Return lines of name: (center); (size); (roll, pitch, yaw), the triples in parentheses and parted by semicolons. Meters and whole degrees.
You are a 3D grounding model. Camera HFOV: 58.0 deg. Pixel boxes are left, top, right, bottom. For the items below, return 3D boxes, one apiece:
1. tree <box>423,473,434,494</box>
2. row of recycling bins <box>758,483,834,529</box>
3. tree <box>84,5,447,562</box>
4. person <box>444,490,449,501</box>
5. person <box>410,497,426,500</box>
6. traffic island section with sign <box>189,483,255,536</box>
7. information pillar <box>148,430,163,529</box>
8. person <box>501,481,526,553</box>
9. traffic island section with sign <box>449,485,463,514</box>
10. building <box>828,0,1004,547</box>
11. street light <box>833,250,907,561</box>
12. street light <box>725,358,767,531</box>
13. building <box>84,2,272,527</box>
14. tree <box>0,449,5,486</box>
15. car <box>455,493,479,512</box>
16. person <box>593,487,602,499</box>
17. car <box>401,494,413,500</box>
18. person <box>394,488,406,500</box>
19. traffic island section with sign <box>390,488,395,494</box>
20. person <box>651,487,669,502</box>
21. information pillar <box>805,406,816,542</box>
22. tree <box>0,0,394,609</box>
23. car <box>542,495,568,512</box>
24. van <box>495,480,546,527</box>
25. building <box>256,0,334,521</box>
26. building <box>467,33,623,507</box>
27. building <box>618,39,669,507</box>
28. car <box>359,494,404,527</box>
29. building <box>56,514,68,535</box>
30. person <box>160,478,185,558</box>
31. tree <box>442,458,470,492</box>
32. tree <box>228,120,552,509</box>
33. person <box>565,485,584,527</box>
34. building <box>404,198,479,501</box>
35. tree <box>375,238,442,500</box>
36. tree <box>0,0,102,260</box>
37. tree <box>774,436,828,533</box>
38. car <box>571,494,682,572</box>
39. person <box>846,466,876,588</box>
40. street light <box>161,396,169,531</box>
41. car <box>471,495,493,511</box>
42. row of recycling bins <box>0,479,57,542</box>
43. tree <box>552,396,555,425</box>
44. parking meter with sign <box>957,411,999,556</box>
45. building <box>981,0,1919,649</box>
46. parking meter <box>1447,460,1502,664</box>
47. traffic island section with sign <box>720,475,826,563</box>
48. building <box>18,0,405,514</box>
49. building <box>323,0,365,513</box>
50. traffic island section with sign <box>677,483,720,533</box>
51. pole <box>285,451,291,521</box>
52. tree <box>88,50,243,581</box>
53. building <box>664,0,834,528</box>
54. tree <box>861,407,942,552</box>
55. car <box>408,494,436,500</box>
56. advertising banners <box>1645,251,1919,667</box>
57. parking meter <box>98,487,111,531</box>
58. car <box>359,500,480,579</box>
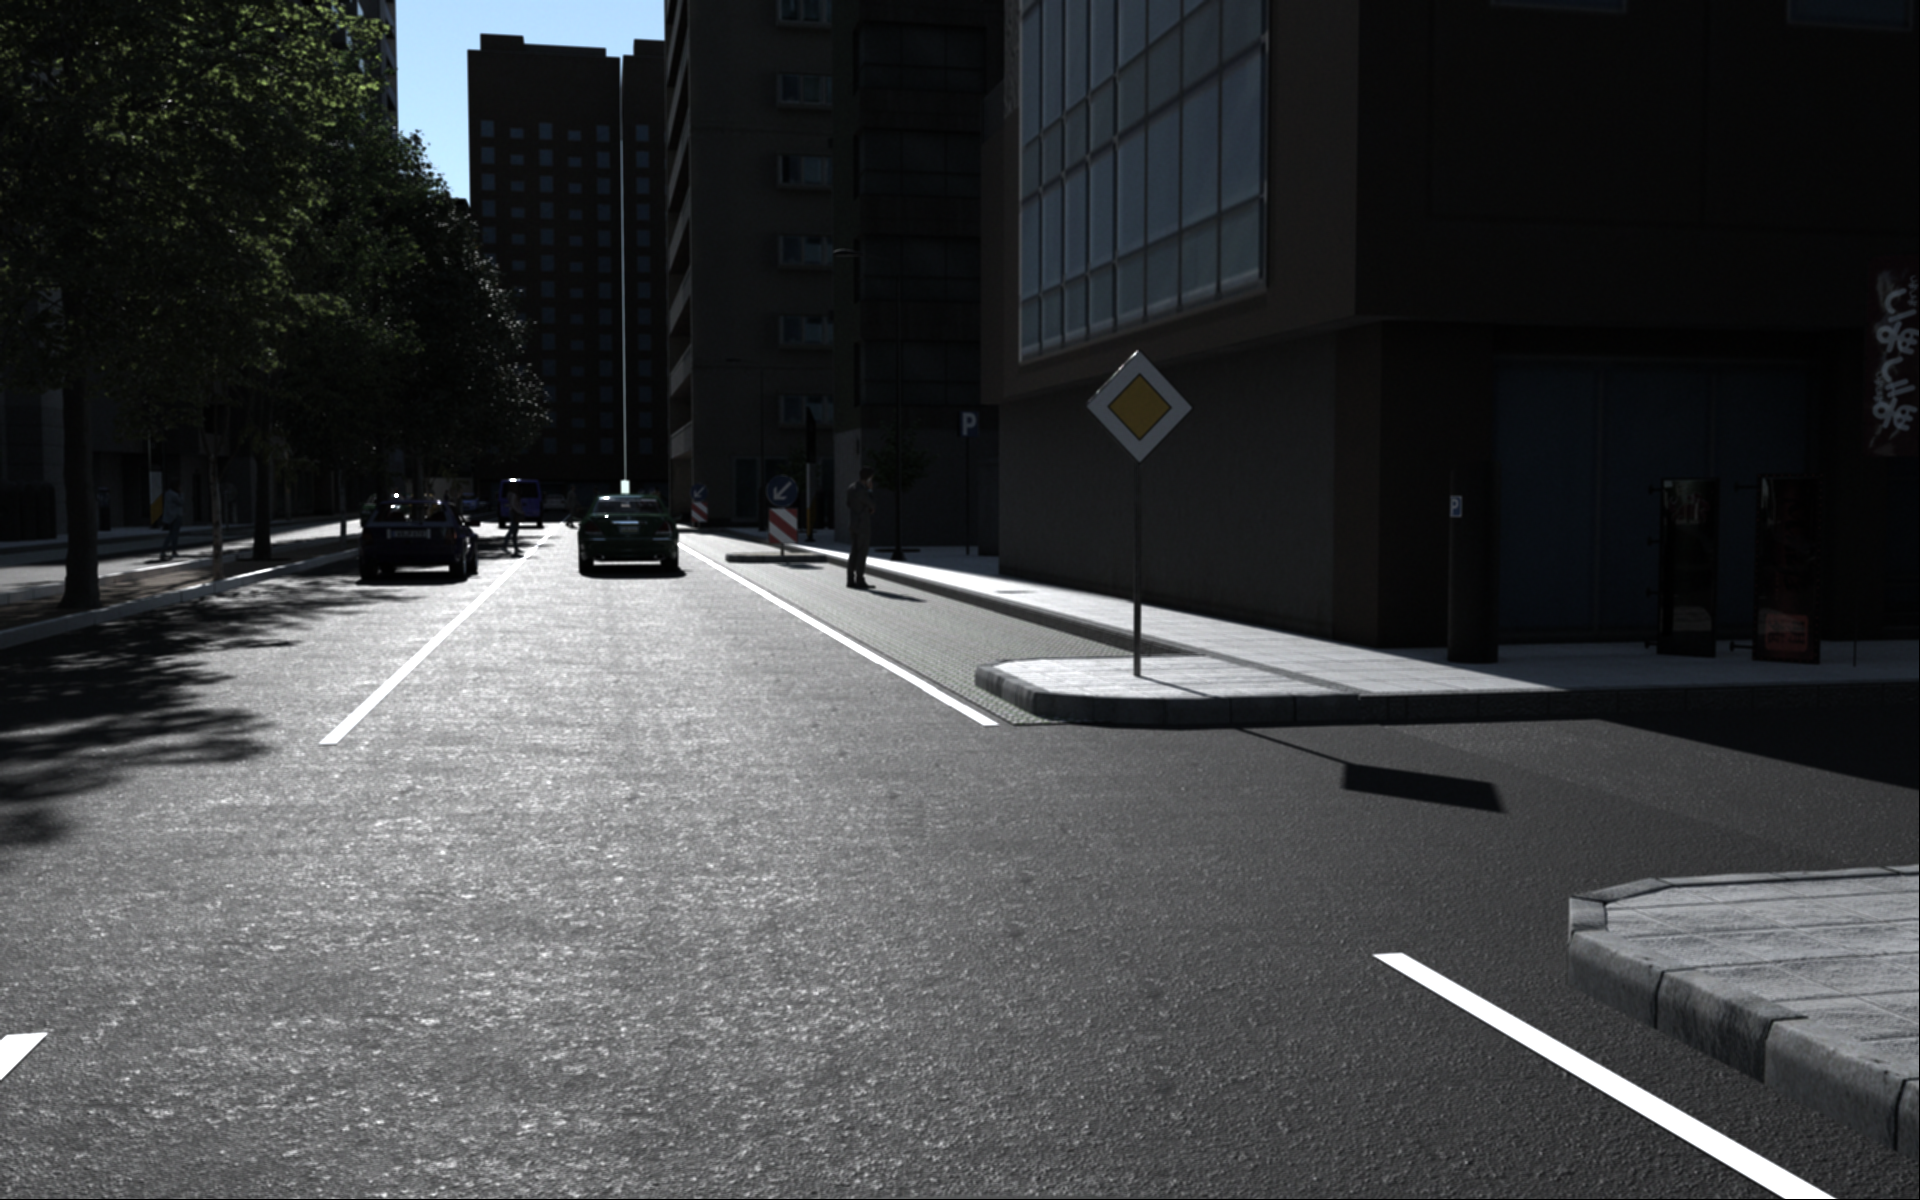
tree: (-48.714, -9.970, 157.606); (1.663, 3.219, 1.824); (0, 3, 0)
row of recycling bins: (-5.728, -3.445, 63.432); (3.534, 1.692, 1.069); (1, 4, 15)
tree: (-14.801, -6.630, 36.616); (9.928, 11.665, 9.643); (0, 3, 0)
person: (-33.281, -6.288, 112.231); (0.530, 1.710, 0.541); (-1, 4, -15)
person: (-29.349, -5.199, 94.030); (1.217, 1.766, 0.721); (-3, 5, -41)
traffic island section with sign: (-25.233, -3.113, 59.527); (1.989, 1.847, 2.006); (-1, 4, -12)
information pillar: (-29.598, -4.425, 63.711); (0.183, 3.616, 0.504); (2, 4, 26)
person: (-10.861, -2.012, 41.984); (0.643, 1.750, 0.593); (-2, 4, -29)
traffic island section with sign: (-24.274, -4.597, 83.290); (2.006, 1.907, 1.989); (-1, 4, -12)
building: (3.044, -16.977, 49.284); (14.160, 30.474, 14.107); (-1, 4, -12)
street light: (-1.722, -3.709, 33.181); (1.470, 5.913, 1.316); (-1, 4, -12)
street light: (-7.309, -5.306, 59.302); (1.470, 5.913, 1.316); (-1, 4, -12)
building: (-36.722, -18.223, 69.653); (14.160, 30.474, 14.107); (-1, 4, -12)
tree: (-33.800, -4.048, 60.781); (1.663, 3.219, 1.824); (0, 3, 0)
car: (-39.687, -7.945, 139.490); (1.945, 1.707, 3.694); (-1, 4, -12)
person: (-16.802, -4.368, 80.261); (0.721, 1.781, 0.623); (-2, 4, -27)
car: (-38.174, -6.753, 119.215); (1.959, 1.807, 4.718); (-1, 4, -13)
person: (-28.679, -4.825, 88.109); (1.217, 1.743, 0.721); (-1, 4, -10)
traffic island section with sign: (-35.686, -6.122, 108.716); (1.989, 1.847, 2.006); (-1, 4, -12)
person: (-15.597, -4.932, 89.234); (1.348, 1.812, 0.705); (0, 4, 8)
information pillar: (-4.003, -3.375, 46.540); (0.183, 3.616, 0.504); (1, 4, 17)
tree: (-11.196, -6.186, 21.722); (7.486, 12.596, 7.792); (0, 3, 0)
car: (-32.212, -7.678, 137.902); (2.083, 1.381, 4.827); (-1, 4, -10)
van: (-19.438, -4.418, 76.619); (2.240, 2.365, 5.245); (-1, 4, -14)
building: (-45.840, -28.529, 90.158); (21.300, 48.544, 21.600); (-1, 4, -12)
building: (-41.133, -32.008, 173.434); (14.200, 45.320, 14.600); (-1, 4, -12)
building: (-26.770, -32.130, 175.437); (14.200, 45.320, 14.600); (-1, 4, -12)
car: (-25.747, -4.028, 77.660); (2.131, 1.459, 4.920); (-1, 4, -12)
building: (-36.115, -30.408, 39.172); (21.231, 58.520, 28.212); (-1, 4, -12)
person: (-17.728, -1.847, 38.955); (0.793, 1.790, 0.793); (1, 4, 10)
tree: (-21.287, -7.118, 69.194); (4.737, 8.622, 4.395); (0, 3, 0)
tree: (-17.567, -8.131, 52.413); (9.611, 12.733, 9.660); (0, 3, 0)
person: (-16.631, -4.026, 74.443); (0.853, 1.813, 0.709); (1, 4, 12)
building: (-54.768, -24.359, 169.966); (14.107, 30.474, 14.160); (-1, 4, -12)
tree: (-15.994, -5.620, 44.713); (4.737, 8.622, 4.395); (0, 3, 0)
tree: (-9.970, -3.829, 15.430); (4.360, 8.622, 3.978); (0, 3, 0)
tree: (-5.429, -3.862, 57.747); (1.663, 3.219, 1.824); (0, 3, 0)
car: (-6.386, -1.314, 33.280); (2.131, 1.459, 4.920); (-1, 4, -11)
person: (-1.474, -1.100, 26.287); (0.447, 1.846, 0.655); (-2, 4, -30)
street light: (-27.365, -5.401, 60.841); (1.470, 5.913, 1.316); (-1, 4, -12)
car: (-40.738, -8.255, 147.548); (1.945, 1.354, 3.894); (-1, 4, -13)
row of recycling bins: (-26.120, -2.518, 48.276); (1.069, 1.692, 3.534); (-1, 4, -9)
tree: (-19.500, -8.719, 62.026); (9.611, 12.733, 9.660); (0, 3, 0)
parking meter with sign: (0.730, -2.422, 35.856); (0.543, 3.016, 1.738); (-3, 5, -43)
building: (8.648, -22.669, 20.745); (14.200, 45.320, 14.600); (-1, 4, -12)
parking meter: (3.926, -0.294, 13.222); (0.372, 1.533, 0.369); (0, 3, 0)
traffic island section with sign: (-3.953, -1.720, 36.756); (1.989, 1.847, 2.006); (-1, 4, -12)
building: (-60.807, -36.637, 141.014); (28.212, 58.520, 21.231); (-1, 4, -12)
building: (-52.207, -30.321, 115.352); (23.786, 49.044, 30.456); (-1, 4, -12)
traffic island section with sign: (-9.866, -3.417, 64.499); (1.989, 1.847, 2.006); (-1, 4, -12)
pole: (-31.951, -5.411, 82.313); (0.158, 3.312, 0.155); (0, 3, 0)
tree: (-12.107, -4.598, 27.996); (4.737, 8.622, 4.395); (0, 3, 0)
building: (-1.848, -27.701, 76.620); (21.300, 48.544, 21.600); (-1, 4, -12)
tree: (-1.465, -2.693, 38.639); (1.663, 3.219, 1.824); (0, 3, 0)
car: (-31.352, -5.544, 100.865); (2.015, 1.641, 3.980); (-1, 4, -10)
advertising banners: (6.271, -1.036, 13.129); (2.074, 3.025, 0.090); (3, 5, 44)
parking meter: (-29.666, -3.157, 60.030); (0.372, 1.533, 0.369); (0, 3, 0)
car: (-9.534, -1.106, 30.665); (1.945, 1.354, 3.894); (-1, 4, -11)
